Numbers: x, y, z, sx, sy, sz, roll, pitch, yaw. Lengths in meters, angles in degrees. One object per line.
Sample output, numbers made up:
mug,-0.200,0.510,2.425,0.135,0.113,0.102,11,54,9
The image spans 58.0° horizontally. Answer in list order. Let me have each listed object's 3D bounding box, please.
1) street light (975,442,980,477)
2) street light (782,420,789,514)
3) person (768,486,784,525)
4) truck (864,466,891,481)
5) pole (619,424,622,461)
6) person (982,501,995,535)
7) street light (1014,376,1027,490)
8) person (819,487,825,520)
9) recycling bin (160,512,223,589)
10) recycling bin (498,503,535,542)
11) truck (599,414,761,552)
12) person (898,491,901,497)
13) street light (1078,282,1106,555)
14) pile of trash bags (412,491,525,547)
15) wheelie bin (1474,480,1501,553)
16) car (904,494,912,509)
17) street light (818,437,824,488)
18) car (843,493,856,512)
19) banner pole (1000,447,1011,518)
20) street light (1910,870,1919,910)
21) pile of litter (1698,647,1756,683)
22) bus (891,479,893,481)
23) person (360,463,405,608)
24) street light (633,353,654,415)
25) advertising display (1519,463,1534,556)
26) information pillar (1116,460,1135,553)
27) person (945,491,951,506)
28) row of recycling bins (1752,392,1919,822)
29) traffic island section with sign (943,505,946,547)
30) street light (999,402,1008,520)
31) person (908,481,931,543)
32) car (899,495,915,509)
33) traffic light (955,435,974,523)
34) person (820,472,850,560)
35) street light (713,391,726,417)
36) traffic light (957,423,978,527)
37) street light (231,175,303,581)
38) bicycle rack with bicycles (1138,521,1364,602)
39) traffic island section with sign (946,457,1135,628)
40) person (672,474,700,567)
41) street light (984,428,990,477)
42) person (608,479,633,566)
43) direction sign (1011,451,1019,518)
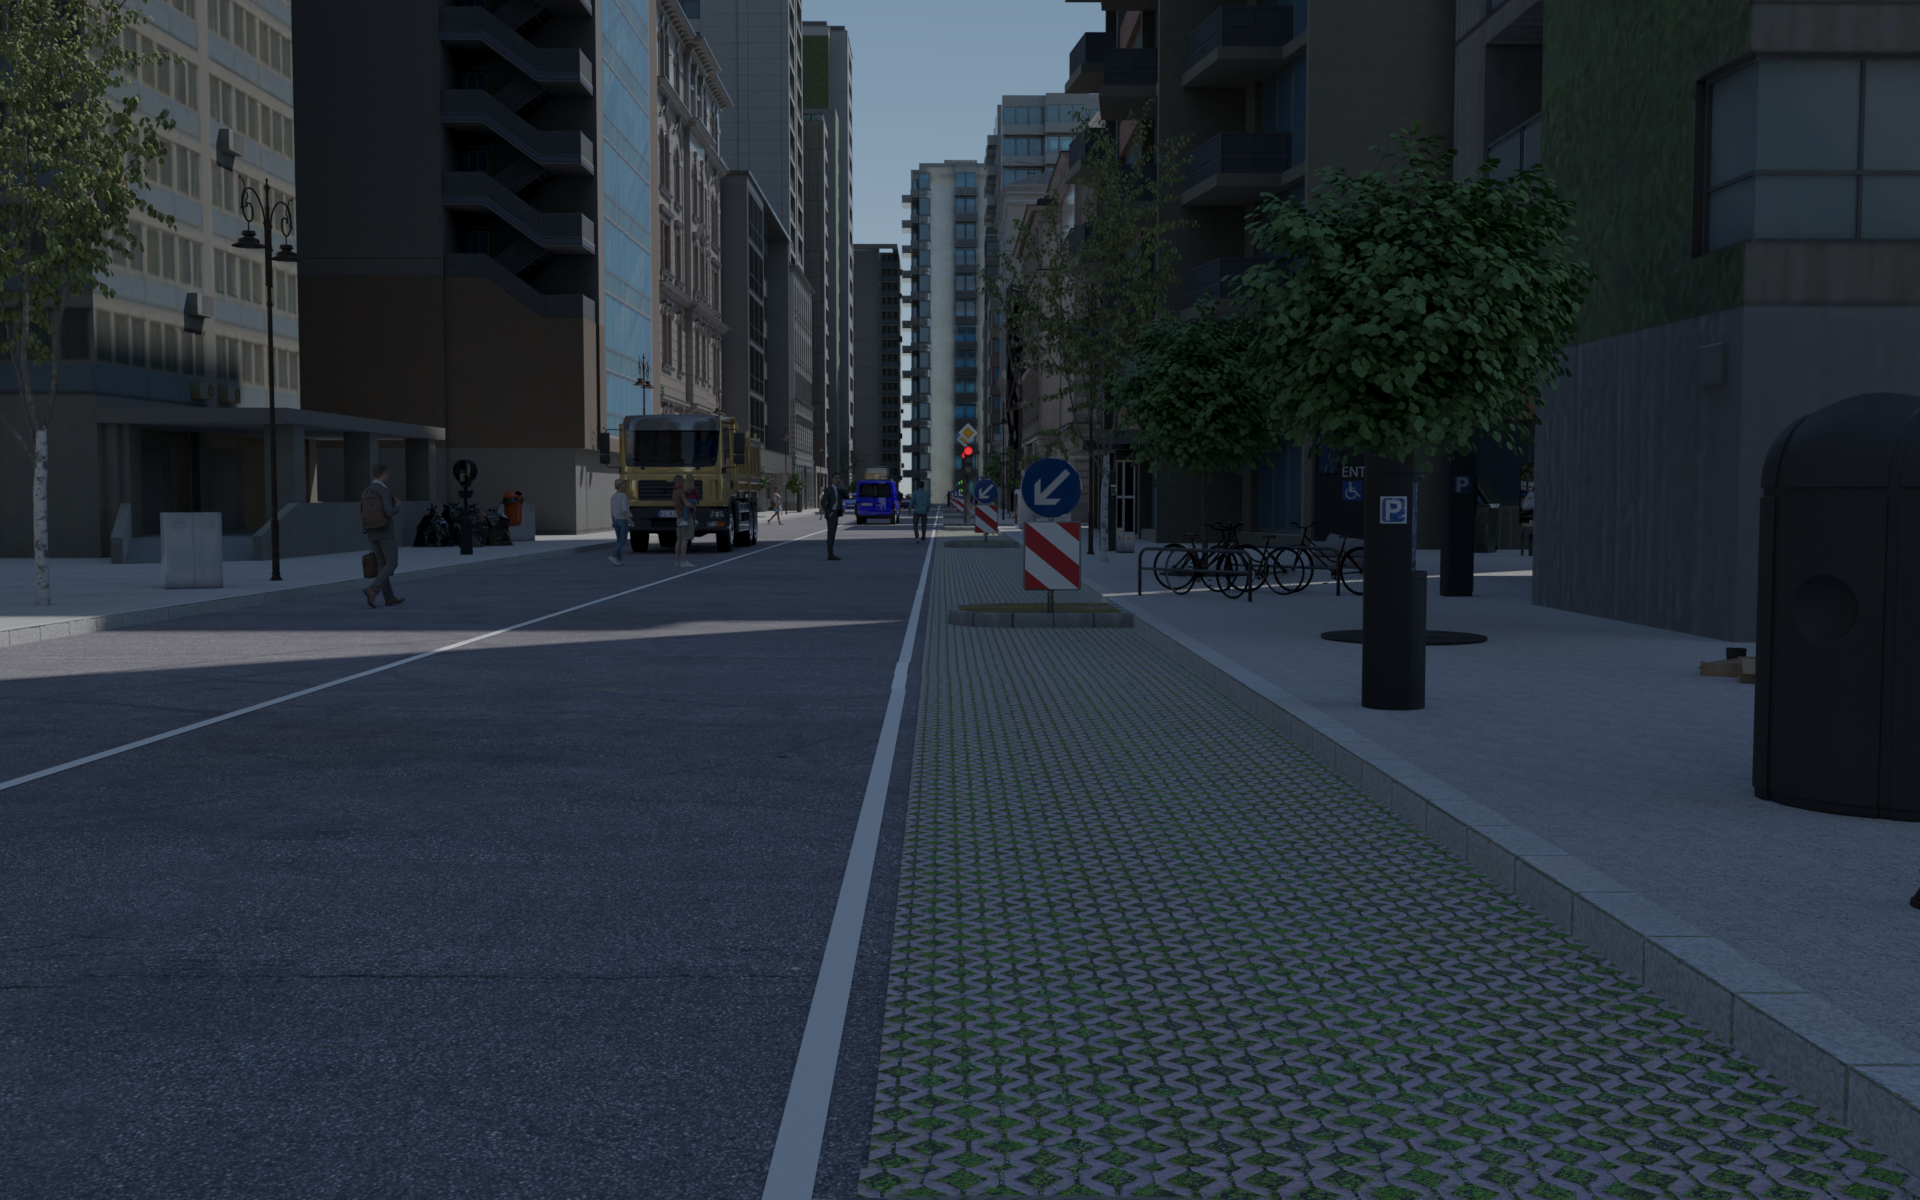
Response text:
street light,1.546,-10.881,150.696,0.468,5.910,1.993,0,4,-1
street light,-10.932,-8.315,108.736,0.468,5.910,1.993,0,4,-1
person,-8.553,-4.386,80.307,0.778,1.811,0.616,0,4,3
truck,-8.323,-11.364,174.715,2.839,4.237,11.283,0,4,-1
pole,-9.771,-3.449,50.242,0.158,3.312,0.155,0,3,0
person,0.993,-3.156,60.287,0.511,1.800,0.466,1,4,13
street light,2.382,-5.827,68.055,0.468,5.910,1.993,0,4,-1
person,-7.550,-5.327,95.829,0.641,1.798,0.478,2,4,33
recycling bin,-10.524,-0.683,23.721,0.722,1.027,0.722,-2,4,-28
recycling bin,-12.056,-2.114,47.116,0.722,1.027,0.722,1,4,21
truck,-6.917,-2.999,44.964,3.469,3.379,9.791,0,4,-1
person,-7.026,-11.858,202.385,0.705,1.822,1.348,-1,4,-17
street light,2.777,-3.904,36.623,0.468,5.910,1.993,0,4,-1
pile of trash bags,-11.951,-2.042,43.141,1.912,1.369,3.447,1,4,20
wheelie bin,11.353,-1.832,37.856,0.693,1.594,0.980,3,5,39
car,-4.689,-9.983,172.259,2.155,1.783,4.494,0,4,0
street light,-11.295,-10.251,140.384,0.468,5.910,1.993,0,4,-1
car,-8.786,-8.001,140.407,1.945,1.707,3.694,0,4,-1
banner pole,2.473,-6.268,92.493,0.863,3.779,0.401,3,4,36
street light,3.047,-1.982,5.189,0.468,5.910,1.993,0,4,-1
pile of litter,5.841,0.132,11.800,1.176,0.858,1.719,-1,4,-12
bus,-9.196,-12.724,202.896,2.948,3.499,13.247,0,3,0
person,-7.380,-0.828,22.007,0.622,1.834,0.822,2,4,27
street light,-10.381,-5.150,56.996,0.468,5.910,1.993,0,4,-1
advertising display,11.902,-1.865,35.712,0.123,1.923,0.974,-1,4,-22
information pillar,3.598,-2.027,37.639,0.304,2.012,0.304,-2,4,-26
person,-1.356,-11.759,200.697,0.705,1.831,1.348,3,4,38
row of recycling bins,5.119,-0.017,7.388,3.534,1.692,1.069,-1,4,-12
traffic island section with sign,0.576,-2.328,46.697,1.989,1.847,2.006,0,4,-1
street light,2.177,-6.974,86.821,0.468,5.910,1.993,0,4,-1
person,-1.168,-2.575,50.616,0.660,1.820,0.620,-1,4,-13
car,-5.042,-9.165,162.435,1.945,1.354,3.894,0,4,0
traffic light,0.221,-5.349,76.383,0.839,4.253,0.868,0,4,-1
person,-2.703,-1.823,37.669,0.474,1.900,0.648,2,4,24
street light,-10.619,-6.343,76.499,0.468,5.910,1.993,0,4,-1
traffic light,0.304,-4.861,68.398,0.839,4.253,0.868,0,4,-1
street light,-10.145,-3.225,25.518,0.468,5.910,1.993,0,4,-1
bicycle rack with bicycles,3.508,-0.529,22.034,2.852,0.926,2.925,-3,5,-41
traffic island section with sign,0.866,-0.655,19.340,1.989,1.847,2.006,0,4,-1
person,-5.401,-1.563,34.029,0.580,1.828,0.573,1,4,11
street light,1.857,-8.946,119.047,0.468,5.910,1.993,0,4,-1
person,-6.788,-1.548,34.477,0.731,1.740,0.598,2,4,31
direction sign,2.895,-6.059,91.067,0.379,3.537,0.876,-2,4,-25
